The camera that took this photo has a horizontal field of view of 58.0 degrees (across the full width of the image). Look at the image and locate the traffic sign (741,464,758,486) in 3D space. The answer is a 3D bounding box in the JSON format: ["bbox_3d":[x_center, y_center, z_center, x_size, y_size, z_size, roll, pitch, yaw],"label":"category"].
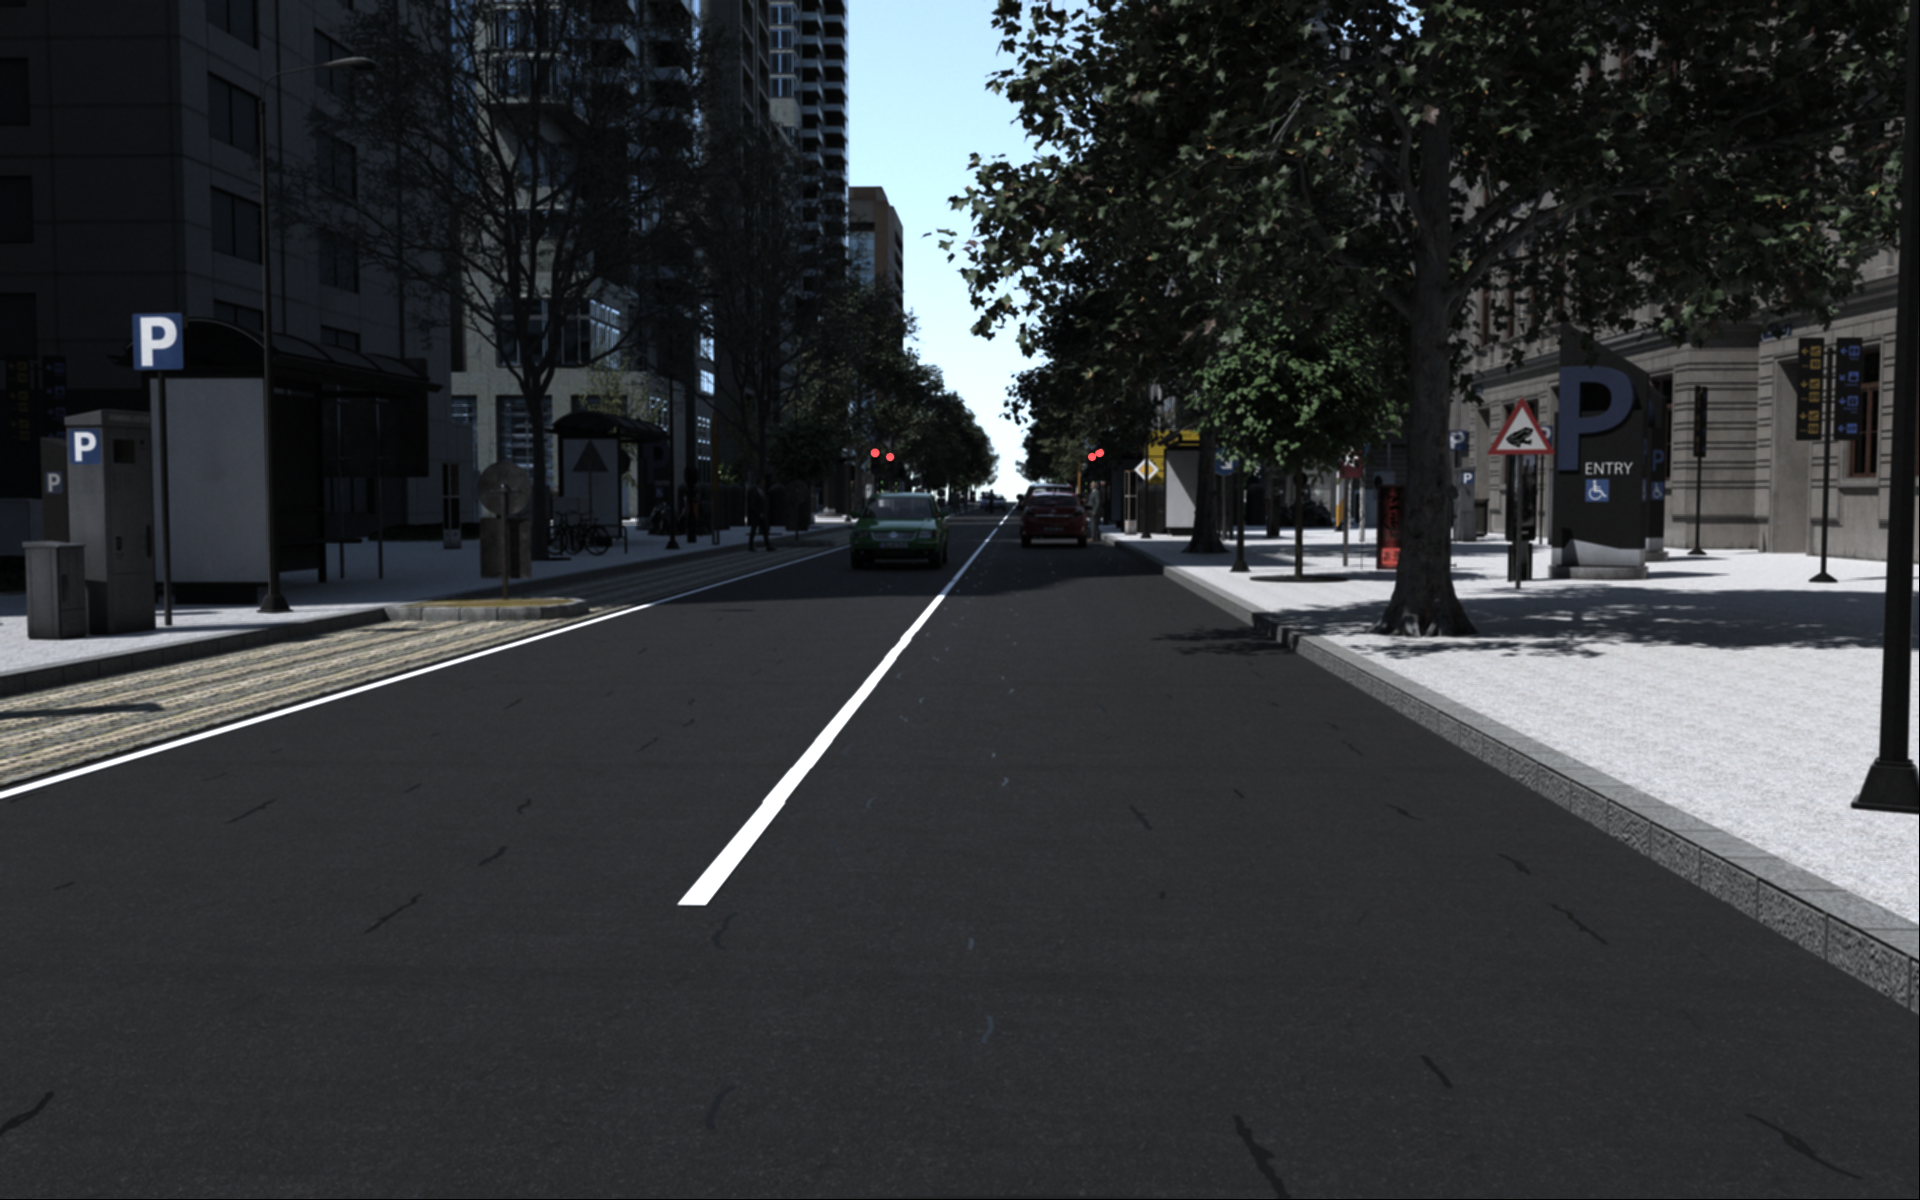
[{"bbox_3d":[-8.836,-4.446,72.802,0.768,2.556,0.104,1,4,9],"label":"traffic sign"}]

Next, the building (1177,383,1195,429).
[{"bbox_3d":[28.074,-24.303,169.056,14.160,30.474,14.107,0,4,2],"label":"building"}]

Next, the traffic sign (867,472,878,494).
[{"bbox_3d":[-4.850,-5.941,97.235,0.768,2.556,0.104,0,4,5],"label":"traffic sign"}]

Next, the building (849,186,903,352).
[{"bbox_3d":[-20.351,-39.848,275.220,21.300,48.544,21.600,0,4,2],"label":"building"}]

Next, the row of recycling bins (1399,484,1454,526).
[{"bbox_3d":[19.110,-3.817,69.516,3.534,1.692,1.069,2,4,24],"label":"row of recycling bins"}]

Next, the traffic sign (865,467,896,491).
[{"bbox_3d":[-5.681,-7.953,123.911,2.265,3.308,0.079,1,4,11],"label":"traffic sign"}]

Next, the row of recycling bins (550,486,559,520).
[{"bbox_3d":[-20.955,-4.748,84.734,3.534,1.692,1.069,-2,4,-35],"label":"row of recycling bins"}]

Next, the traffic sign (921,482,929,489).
[{"bbox_3d":[-2.857,-8.540,141.759,0.606,2.300,0.079,1,4,8],"label":"traffic sign"}]

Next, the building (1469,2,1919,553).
[{"bbox_3d":[22.151,-13.020,49.037,11.583,22.565,21.152,0,4,2],"label":"building"}]

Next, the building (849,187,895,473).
[{"bbox_3d":[-16.993,-37.098,256.660,14.600,45.320,14.200,0,4,2],"label":"building"}]

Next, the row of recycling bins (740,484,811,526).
[{"bbox_3d":[-7.708,-3.812,69.435,3.534,1.692,1.069,-1,4,-23],"label":"row of recycling bins"}]

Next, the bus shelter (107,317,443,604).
[{"bbox_3d":[-8.644,-1.754,22.599,2.014,3.302,5.546,0,4,2],"label":"bus shelter"}]

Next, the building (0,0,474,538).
[{"bbox_3d":[-27.793,-37.361,49.101,20.611,71.187,20.563,0,4,2],"label":"building"}]

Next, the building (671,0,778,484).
[{"bbox_3d":[-23.843,-42.844,138.753,20.563,71.187,20.611,0,4,2],"label":"building"}]

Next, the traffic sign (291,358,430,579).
[{"bbox_3d":[-9.073,-1.975,26.162,2.265,3.308,0.079,1,4,12],"label":"traffic sign"}]

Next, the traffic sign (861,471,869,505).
[{"bbox_3d":[-5.340,-5.969,97.695,0.768,2.556,0.104,0,4,5],"label":"traffic sign"}]

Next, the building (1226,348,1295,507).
[{"bbox_3d":[26.258,-19.824,117.635,14.314,27.812,24.014,0,4,2],"label":"building"}]

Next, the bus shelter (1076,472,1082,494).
[{"bbox_3d":[11.042,-9.576,150.483,2.014,3.302,5.546,0,4,2],"label":"bus shelter"}]

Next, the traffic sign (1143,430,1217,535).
[{"bbox_3d":[6.824,-3.669,53.853,2.265,3.308,0.079,0,4,6],"label":"traffic sign"}]

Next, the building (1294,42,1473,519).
[{"bbox_3d":[29.402,-16.937,94.949,19.932,24.808,12.078,0,4,2],"label":"building"}]

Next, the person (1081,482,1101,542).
[{"bbox_3d":[3.985,-2.677,52.452,0.590,1.801,0.661,-1,4,-10],"label":"person"}]

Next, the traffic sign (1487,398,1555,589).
[{"bbox_3d":[7.577,-1.434,23.442,0.884,2.594,0.081,0,4,7],"label":"traffic sign"}]

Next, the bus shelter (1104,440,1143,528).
[{"bbox_3d":[6.408,-4.264,63.643,2.014,3.302,5.546,0,4,2],"label":"bus shelter"}]

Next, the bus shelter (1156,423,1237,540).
[{"bbox_3d":[6.919,-3.458,50.465,2.014,3.302,5.546,0,4,2],"label":"bus shelter"}]

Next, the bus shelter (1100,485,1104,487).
[{"bbox_3d":[9.384,-7.259,109.970,1.731,3.624,6.357,0,4,2],"label":"bus shelter"}]

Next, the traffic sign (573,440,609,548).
[{"bbox_3d":[-8.854,-2.538,41.506,0.884,2.594,0.081,0,4,5],"label":"traffic sign"}]

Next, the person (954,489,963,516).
[{"bbox_3d":[-0.115,-6.491,114.903,0.573,1.790,0.520,0,4,3],"label":"person"}]

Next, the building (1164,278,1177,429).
[{"bbox_3d":[29.093,-32.574,182.702,14.600,45.320,14.200,0,4,2],"label":"building"}]

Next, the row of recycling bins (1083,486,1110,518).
[{"bbox_3d":[7.814,-5.212,92.329,1.069,1.692,3.534,-2,4,-35],"label":"row of recycling bins"}]

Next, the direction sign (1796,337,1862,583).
[{"bbox_3d":[12.595,-2.029,25.165,0.876,3.537,0.379,0,4,4],"label":"direction sign"}]

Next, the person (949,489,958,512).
[{"bbox_3d":[-0.532,-7.664,133.784,0.713,1.824,0.794,-1,4,-21],"label":"person"}]

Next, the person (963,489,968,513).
[{"bbox_3d":[0.414,-7.429,129.978,0.388,1.821,0.555,-2,4,-32],"label":"person"}]

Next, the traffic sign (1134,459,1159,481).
[{"bbox_3d":[5.777,-3.212,53.709,0.795,2.450,0.064,0,4,3],"label":"traffic sign"}]

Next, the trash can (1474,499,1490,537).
[{"bbox_3d":[15.460,-2.455,51.793,0.748,1.137,0.748,0,3,0],"label":"trash can"}]

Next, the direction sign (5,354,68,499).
[{"bbox_3d":[-15.032,-2.219,28.276,0.876,3.537,0.379,-3,4,-36],"label":"direction sign"}]

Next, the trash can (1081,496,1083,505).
[{"bbox_3d":[8.587,-6.551,118.768,0.748,1.137,0.748,0,3,0],"label":"trash can"}]

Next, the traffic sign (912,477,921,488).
[{"bbox_3d":[-3.267,-7.905,129.349,0.768,2.556,0.104,0,4,7],"label":"traffic sign"}]

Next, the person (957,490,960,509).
[{"bbox_3d":[-0.221,-9.384,161.951,0.705,1.821,1.348,0,4,-6],"label":"person"}]

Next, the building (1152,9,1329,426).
[{"bbox_3d":[33.205,-40.479,203.832,21.231,58.520,28.212,0,4,2],"label":"building"}]

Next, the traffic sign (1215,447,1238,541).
[{"bbox_3d":[7.173,-2.871,47.055,0.768,2.556,0.104,0,4,4],"label":"traffic sign"}]

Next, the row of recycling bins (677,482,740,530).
[{"bbox_3d":[-9.021,-3.316,61.329,1.069,1.692,3.534,1,4,14],"label":"row of recycling bins"}]

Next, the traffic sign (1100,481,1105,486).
[{"bbox_3d":[8.410,-6.256,102.387,0.768,2.556,0.104,1,4,8],"label":"traffic sign"}]

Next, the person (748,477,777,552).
[{"bbox_3d":[-4.918,-2.116,42.881,0.755,1.850,0.659,2,4,29],"label":"person"}]

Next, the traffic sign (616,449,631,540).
[{"bbox_3d":[-9.504,-2.928,47.982,0.768,2.556,0.104,0,4,6],"label":"traffic sign"}]

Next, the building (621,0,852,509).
[{"bbox_3d":[-22.858,-53.887,193.729,22.319,86.520,31.000,0,4,2],"label":"building"}]

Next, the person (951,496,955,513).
[{"bbox_3d":[-0.417,-7.122,127.537,0.503,1.515,0.523,-1,4,-15],"label":"person"}]

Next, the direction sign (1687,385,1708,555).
[{"bbox_3d":[15.566,-2.720,36.470,0.379,3.537,0.876,3,4,37],"label":"direction sign"}]

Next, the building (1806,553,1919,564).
[{"bbox_3d":[22.322,-11.728,27.904,11.583,22.565,21.152,0,4,2],"label":"building"}]

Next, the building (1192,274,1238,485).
[{"bbox_3d":[26.295,-18.350,141.820,13.314,21.916,24.055,0,4,2],"label":"building"}]

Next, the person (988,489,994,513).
[{"bbox_3d":[2.312,-7.384,129.412,0.473,1.802,0.592,2,4,23],"label":"person"}]

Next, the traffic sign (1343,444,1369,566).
[{"bbox_3d":[6.839,-1.868,30.654,0.768,2.556,0.104,0,4,7],"label":"traffic sign"}]

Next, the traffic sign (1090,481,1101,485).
[{"bbox_3d":[7.870,-6.231,101.879,0.884,2.594,0.081,0,4,5],"label":"traffic sign"}]

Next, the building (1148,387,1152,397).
[{"bbox_3d":[32.251,-36.073,273.389,14.154,41.232,14.086,0,4,2],"label":"building"}]

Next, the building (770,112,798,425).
[{"bbox_3d":[-28.991,-29.112,167.863,32.217,40.220,23.993,0,4,2],"label":"building"}]

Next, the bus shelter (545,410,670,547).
[{"bbox_3d":[-8.941,-3.103,44.658,2.014,3.302,5.546,0,4,2],"label":"bus shelter"}]

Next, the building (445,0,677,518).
[{"bbox_3d":[-27.058,-48.438,104.639,22.319,86.520,31.000,0,4,2],"label":"building"}]

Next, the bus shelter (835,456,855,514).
[{"bbox_3d":[-6.984,-7.165,108.430,1.731,3.624,6.357,0,4,2],"label":"bus shelter"}]
